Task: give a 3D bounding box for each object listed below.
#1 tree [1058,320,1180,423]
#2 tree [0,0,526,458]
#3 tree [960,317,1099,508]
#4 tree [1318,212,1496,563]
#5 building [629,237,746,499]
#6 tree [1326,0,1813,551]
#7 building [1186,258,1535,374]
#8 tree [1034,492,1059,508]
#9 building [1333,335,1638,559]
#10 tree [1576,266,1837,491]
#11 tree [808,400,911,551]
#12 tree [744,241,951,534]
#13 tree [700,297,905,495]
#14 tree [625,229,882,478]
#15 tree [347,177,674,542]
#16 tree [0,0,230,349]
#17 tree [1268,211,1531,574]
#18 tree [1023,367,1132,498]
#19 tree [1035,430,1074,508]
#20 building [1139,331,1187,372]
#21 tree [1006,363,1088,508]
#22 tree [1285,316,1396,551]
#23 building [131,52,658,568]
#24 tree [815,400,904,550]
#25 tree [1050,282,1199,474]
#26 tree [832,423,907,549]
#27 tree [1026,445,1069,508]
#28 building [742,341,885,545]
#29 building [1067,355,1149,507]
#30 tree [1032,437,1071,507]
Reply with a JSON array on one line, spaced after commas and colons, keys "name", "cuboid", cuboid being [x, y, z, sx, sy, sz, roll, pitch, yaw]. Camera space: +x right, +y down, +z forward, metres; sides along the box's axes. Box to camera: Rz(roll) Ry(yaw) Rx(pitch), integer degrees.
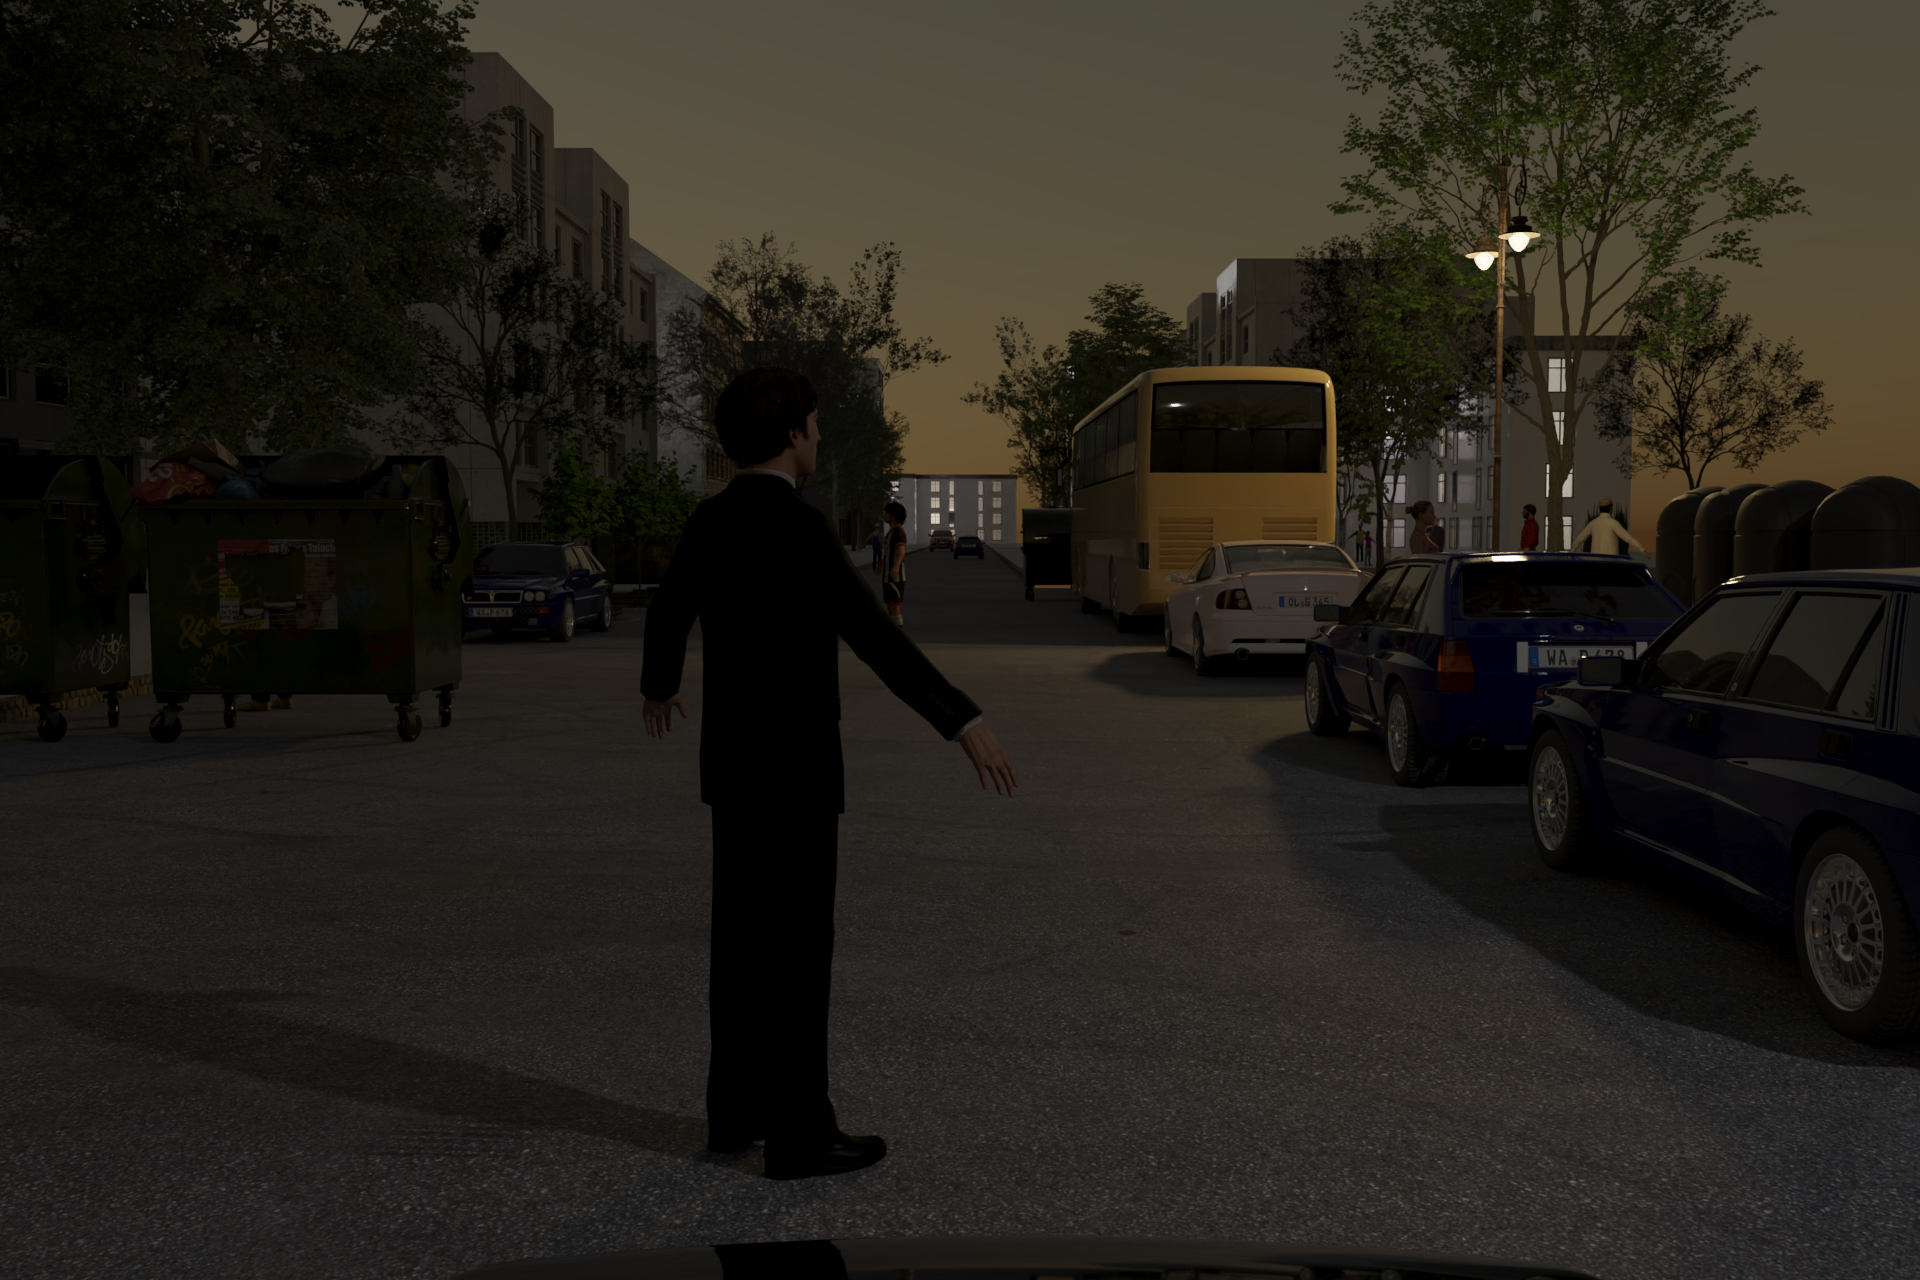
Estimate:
[{"name": "tree", "cuboid": [5.613, -6.739, 60.541, 4.737, 8.622, 4.395, 0, 3, 0]}, {"name": "tree", "cuboid": [-12.216, -7.481, 28.963, 9.857, 13.997, 8.962, 0, 3, 0]}, {"name": "tree", "cuboid": [5.932, -18.149, 152.624, 12.611, 20.169, 13.585, 0, 3, 0]}, {"name": "tree", "cuboid": [10.285, -5.530, 40.785, 4.737, 8.622, 4.395, 0, 3, 0]}, {"name": "building", "cuboid": [-25.325, -17.574, 118.264, 19.493, 23.208, 18.063, 0, 4, 1]}, {"name": "tree", "cuboid": [9.921, -6.287, 28.542, 9.928, 11.665, 9.643, 0, 3, 0]}, {"name": "building", "cuboid": [26.060, -15.495, 119.809, 16.747, 18.905, 31.486, 0, 3, 0]}, {"name": "tree", "cuboid": [12.965, -17.776, 241.003, 4.360, 8.622, 3.978, 0, 3, 0]}, {"name": "building", "cuboid": [24.319, -8.882, 87.376, 9.099, 9.664, 28.070, 0, 4, 1]}, {"name": "tree", "cuboid": [25.441, -7.650, 59.484, 8.767, 10.594, 7.601, 2, 4, 25]}, {"name": "tree", "cuboid": [-7.818, -12.458, 129.451, 9.928, 11.665, 9.643, 0, 3, 0]}, {"name": "tree", "cuboid": [-6.625, -15.606, 111.055, 12.611, 20.169, 13.585, 0, 3, 0]}, {"name": "tree", "cuboid": [-8.481, -11.001, 90.239, 12.009, 13.543, 11.850, 0, 3, 0]}, {"name": "tree", "cuboid": [-8.367, -9.785, 70.355, 12.009, 13.543, 11.850, 0, 3, 0]}, {"name": "tree", "cuboid": [-11.478, -6.717, 44.228, 8.767, 10.594, 7.601, -2, 4, -32]}, {"name": "tree", "cuboid": [-12.210, -5.143, 18.500, 7.601, 10.594, 8.767, 3, 5, 42]}, {"name": "tree", "cuboid": [12.136, -7.015, 49.107, 8.767, 10.594, 7.601, 2, 4, 33]}, {"name": "tree", "cuboid": [7.548, -9.773, 94.208, 8.767, 10.594, 7.601, -1, 4, -18]}, {"name": "tree", "cuboid": [6.935, -9.889, 112.050, 4.360, 8.622, 3.978, 0, 3, 0]}, {"name": "building", "cuboid": [24.520, -21.851, 188.196, 19.493, 23.208, 18.063, 0, 4, 0]}, {"name": "tree", "cuboid": [6.643, -10.943, 104.677, 9.928, 11.665, 9.643, 0, 3, 0]}, {"name": "tree", "cuboid": [12.617, -6.556, 57.561, 4.737, 8.622, 4.395, 0, 3, 0]}, {"name": "building", "cuboid": [-25.165, -13.044, 79.725, 16.747, 18.905, 31.486, 0, 4, 0]}, {"name": "tree", "cuboid": [-8.589, -13.585, 140.234, 7.486, 12.596, 7.792, 0, 3, 0]}, {"name": "tree", "cuboid": [7.655, -9.811, 78.538, 7.486, 12.596, 7.792, 0, 3, 0]}, {"name": "tree", "cuboid": [-8.312, -13.843, 152.089, 9.928, 11.665, 9.643, 0, 3, 0]}, {"name": "tree", "cuboid": [7.636, -11.593, 139.910, 4.737, 8.622, 4.395, 0, 3, 0]}, {"name": "building", "cuboid": [-23.431, -21.728, 199.226, 27.936, 21.610, 32.646, 0, 4, 0]}, {"name": "building", "cuboid": [27.004, -22.653, 214.354, 27.936, 21.610, 32.646, 0, 4, 0]}, {"name": "tree", "cuboid": [6.471, -10.383, 120.128, 4.360, 8.622, 3.978, 0, 3, 0]}]
